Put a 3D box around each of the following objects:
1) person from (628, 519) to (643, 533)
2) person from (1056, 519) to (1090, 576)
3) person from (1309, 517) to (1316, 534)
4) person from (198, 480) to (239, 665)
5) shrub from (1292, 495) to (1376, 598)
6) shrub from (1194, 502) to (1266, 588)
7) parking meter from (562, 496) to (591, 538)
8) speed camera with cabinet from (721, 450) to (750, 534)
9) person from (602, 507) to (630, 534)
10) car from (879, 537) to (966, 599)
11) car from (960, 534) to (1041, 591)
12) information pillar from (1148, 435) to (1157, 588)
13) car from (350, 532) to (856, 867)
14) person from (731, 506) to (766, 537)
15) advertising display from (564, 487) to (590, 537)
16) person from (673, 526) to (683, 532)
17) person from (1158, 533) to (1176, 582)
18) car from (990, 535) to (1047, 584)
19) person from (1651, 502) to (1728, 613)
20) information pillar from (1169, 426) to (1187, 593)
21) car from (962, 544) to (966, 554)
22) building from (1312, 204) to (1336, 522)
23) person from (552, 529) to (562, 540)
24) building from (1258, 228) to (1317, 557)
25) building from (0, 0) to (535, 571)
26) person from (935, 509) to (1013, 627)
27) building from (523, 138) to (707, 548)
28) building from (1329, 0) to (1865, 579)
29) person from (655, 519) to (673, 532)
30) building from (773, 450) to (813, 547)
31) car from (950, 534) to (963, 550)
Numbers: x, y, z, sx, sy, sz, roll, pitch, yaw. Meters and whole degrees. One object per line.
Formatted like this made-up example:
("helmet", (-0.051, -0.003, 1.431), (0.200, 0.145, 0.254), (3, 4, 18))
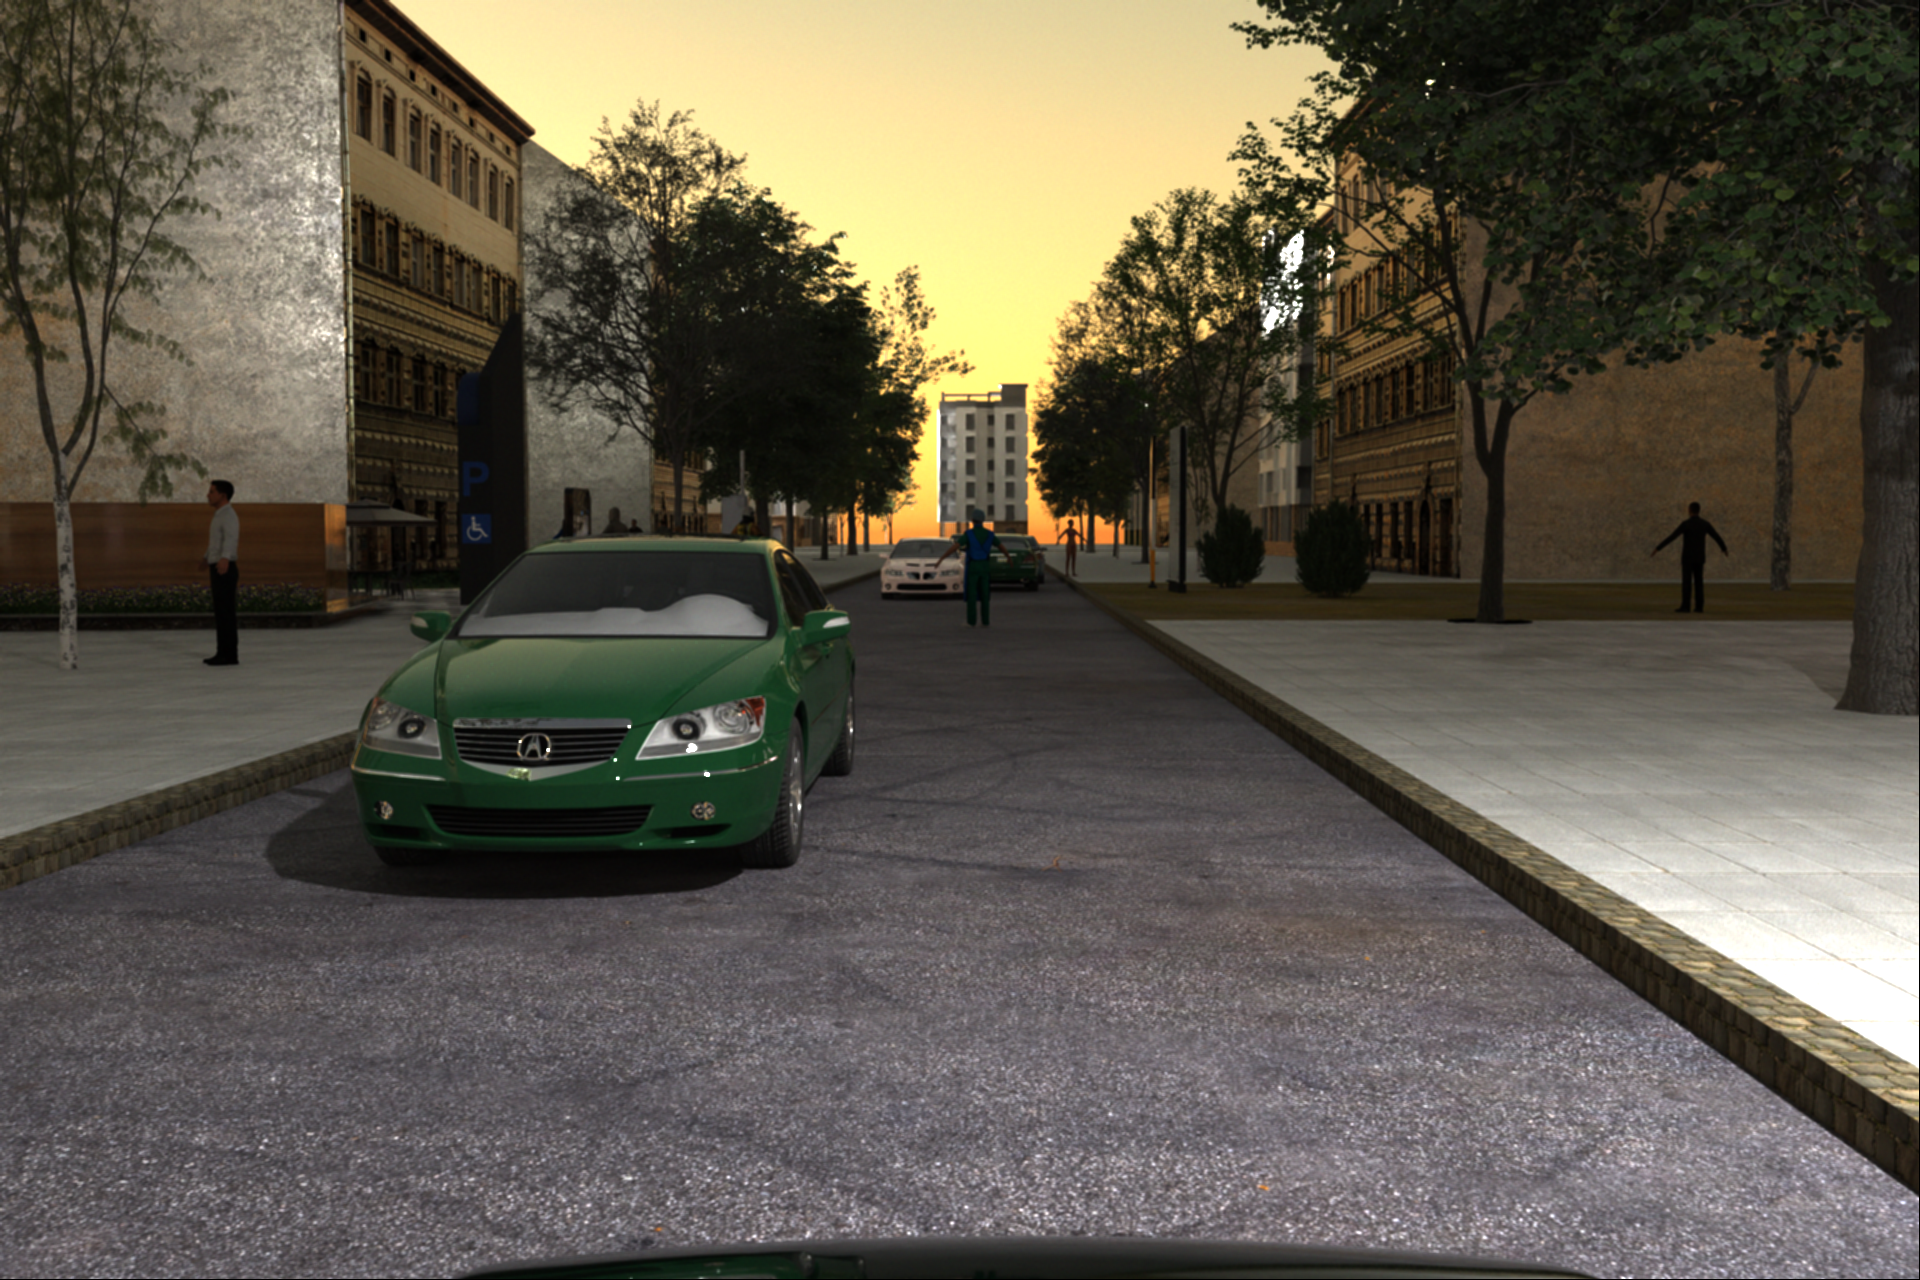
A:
("person", (-11.601, -3.394, 61.628), (1.346, 1.812, 0.704), (1, 4, 17))
("person", (3.434, -2.818, 52.870), (1.217, 1.733, 0.721), (-2, 4, -31))
("person", (11.064, -2.936, 53.866), (0.705, 1.847, 1.347), (3, 5, 41))
("person", (-7.284, -0.666, 17.052), (0.704, 1.810, 1.344), (-2, 4, -31))
("shrub", (7.538, -1.890, 34.950), (1.661, 2.075, 1.752), (0, 3, 0))
("shrub", (6.460, -2.281, 41.332), (1.661, 2.075, 1.752), (0, 3, 0))
("parking meter", (-5.864, -1.274, 26.534), (0.399, 1.863, 0.255), (0, 4, 3))
("speed camera with cabinet", (-5.319, -2.893, 41.630), (0.660, 3.252, 2.038), (0, 4, 0))
("person", (-6.932, -1.748, 34.702), (0.705, 1.813, 1.348), (2, 4, 31))
("car", (-0.774, -1.660, 39.497), (2.083, 1.381, 4.827), (0, 4, 1))
("car", (1.069, -2.028, 44.951), (2.131, 1.459, 4.920), (0, 3, 0))
("information pillar", (4.580, -3.048, 41.183), (0.183, 3.616, 0.504), (0, 4, 1))
("car", (-1.576, 0.172, 8.981), (2.131, 1.459, 4.920), (0, 4, 1))
("person", (-4.296, -1.810, 35.366), (1.354, 1.858, 0.705), (2, 4, 34))
("advertising display", (-5.376, -1.172, 24.375), (0.123, 1.923, 0.974), (0, 4, 2))
("person", (-5.256, -1.437, 32.759), (0.599, 1.433, 0.991), (-3, 5, -40))
("person", (5.746, -2.478, 46.456), (0.705, 1.837, 1.347), (3, 4, 37))
("car", (1.598, -2.404, 51.303), (2.014, 1.417, 4.499), (0, 4, 1))
("person", (11.991, -1.354, 28.366), (1.346, 1.802, 0.704), (-1, 4, -8))
("information pillar", (4.814, -2.872, 38.278), (0.184, 3.620, 1.656), (0, 4, -1))
("car", (1.006, -5.861, 104.623), (1.959, 1.807, 4.718), (0, 4, 1))
("building", (26.800, -15.055, 77.080), (19.493, 23.208, 18.063), (0, 4, 1))
("person", (-10.591, -2.517, 47.117), (1.349, 1.833, 0.705), (-3, 5, -40))
("building", (23.783, -15.337, 107.178), (16.016, 20.090, 11.380), (0, 4, 1))
("building", (-25.805, -13.781, 56.255), (19.493, 23.208, 18.063), (0, 4, 1))
("person", (0.257, -1.107, 26.689), (1.347, 1.817, 0.704), (-2, 4, -27))
("building", (-24.655, -16.177, 95.417), (19.493, 23.208, 18.063), (0, 4, 0))
("building", (23.536, -13.865, 57.621), (19.493, 23.208, 18.063), (0, 4, 1))
("person", (-10.344, -3.317, 60.509), (1.348, 1.796, 0.705), (-1, 4, -8))
("building", (-20.939, -19.318, 172.275), (16.016, 20.090, 11.380), (0, 4, 1))
("car", (0.041, -6.692, 121.218), (2.131, 1.459, 4.920), (0, 4, 1))
